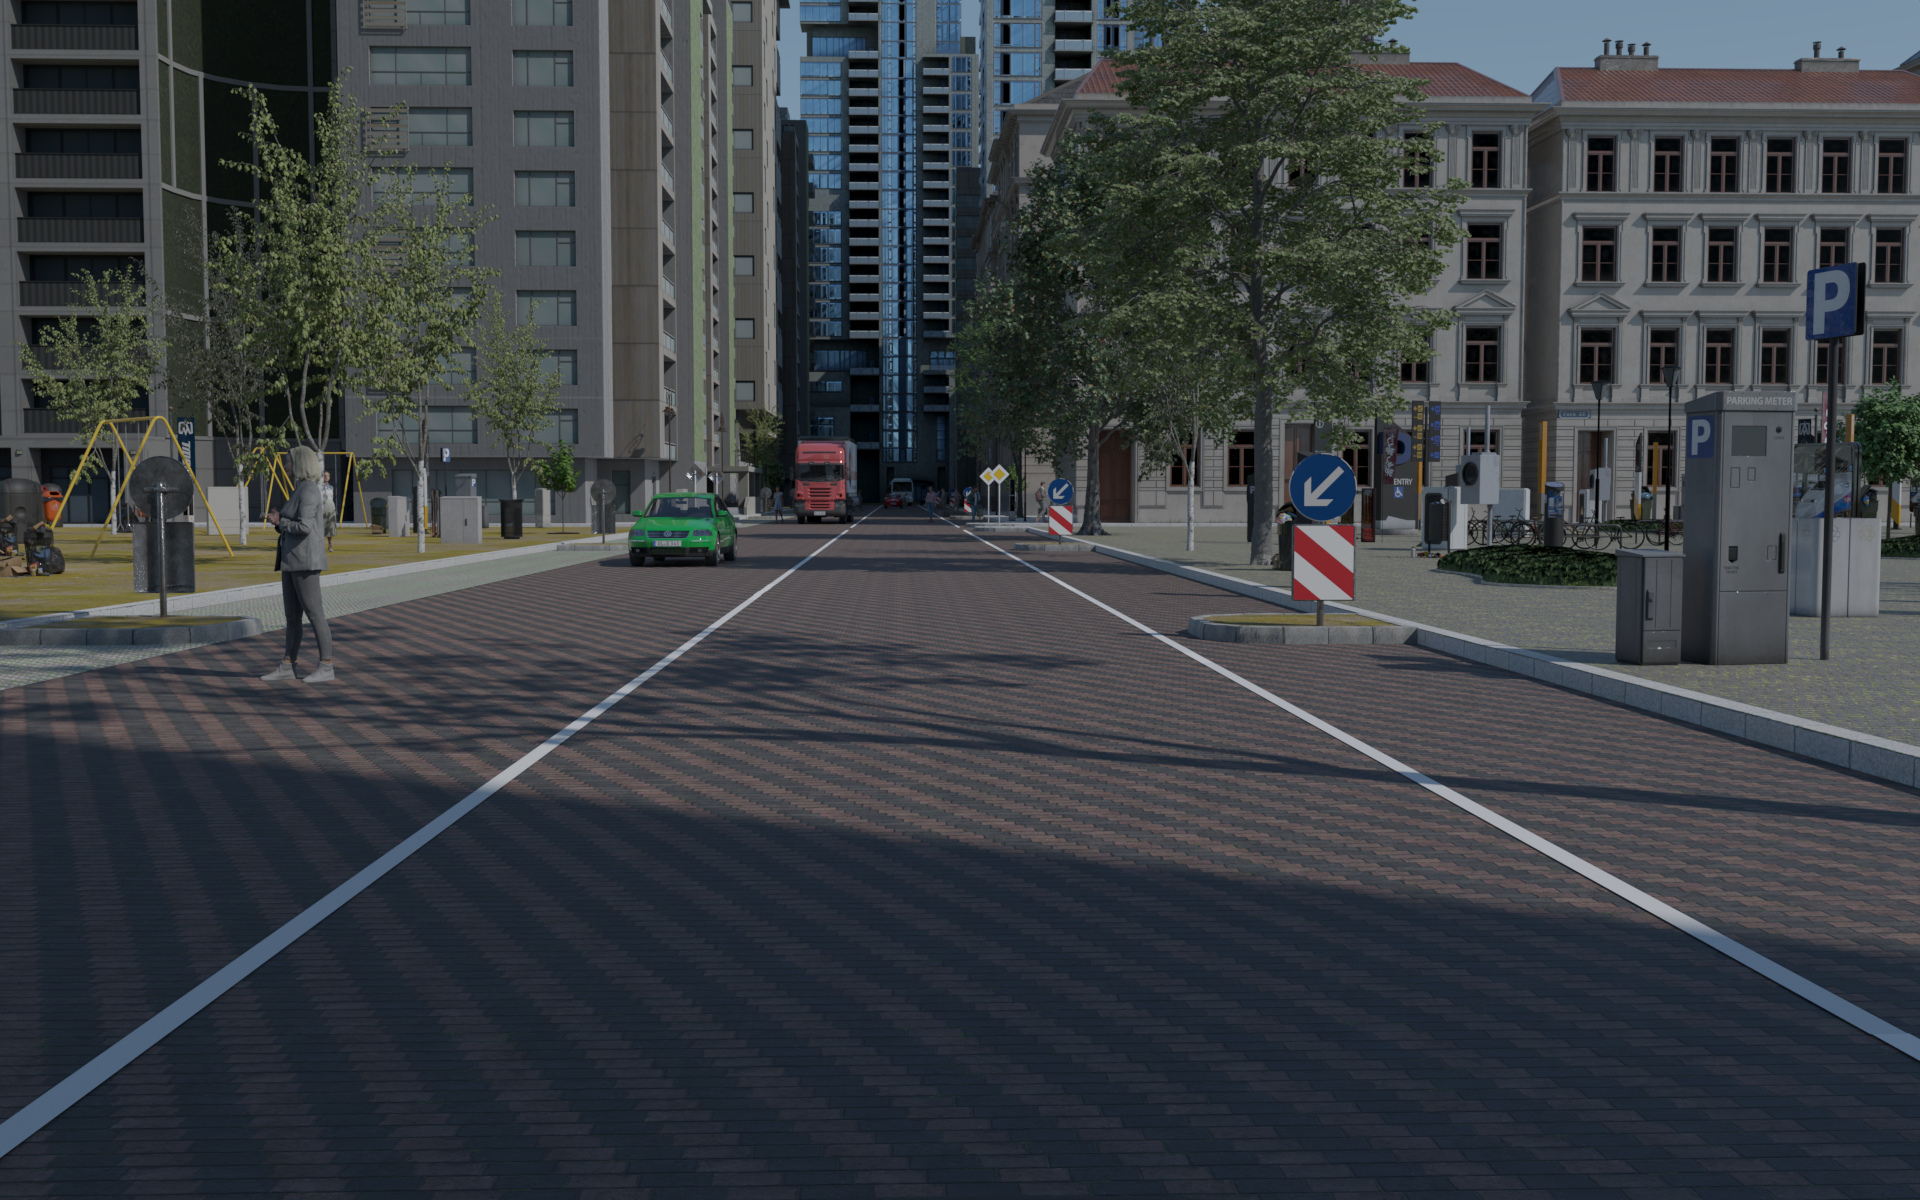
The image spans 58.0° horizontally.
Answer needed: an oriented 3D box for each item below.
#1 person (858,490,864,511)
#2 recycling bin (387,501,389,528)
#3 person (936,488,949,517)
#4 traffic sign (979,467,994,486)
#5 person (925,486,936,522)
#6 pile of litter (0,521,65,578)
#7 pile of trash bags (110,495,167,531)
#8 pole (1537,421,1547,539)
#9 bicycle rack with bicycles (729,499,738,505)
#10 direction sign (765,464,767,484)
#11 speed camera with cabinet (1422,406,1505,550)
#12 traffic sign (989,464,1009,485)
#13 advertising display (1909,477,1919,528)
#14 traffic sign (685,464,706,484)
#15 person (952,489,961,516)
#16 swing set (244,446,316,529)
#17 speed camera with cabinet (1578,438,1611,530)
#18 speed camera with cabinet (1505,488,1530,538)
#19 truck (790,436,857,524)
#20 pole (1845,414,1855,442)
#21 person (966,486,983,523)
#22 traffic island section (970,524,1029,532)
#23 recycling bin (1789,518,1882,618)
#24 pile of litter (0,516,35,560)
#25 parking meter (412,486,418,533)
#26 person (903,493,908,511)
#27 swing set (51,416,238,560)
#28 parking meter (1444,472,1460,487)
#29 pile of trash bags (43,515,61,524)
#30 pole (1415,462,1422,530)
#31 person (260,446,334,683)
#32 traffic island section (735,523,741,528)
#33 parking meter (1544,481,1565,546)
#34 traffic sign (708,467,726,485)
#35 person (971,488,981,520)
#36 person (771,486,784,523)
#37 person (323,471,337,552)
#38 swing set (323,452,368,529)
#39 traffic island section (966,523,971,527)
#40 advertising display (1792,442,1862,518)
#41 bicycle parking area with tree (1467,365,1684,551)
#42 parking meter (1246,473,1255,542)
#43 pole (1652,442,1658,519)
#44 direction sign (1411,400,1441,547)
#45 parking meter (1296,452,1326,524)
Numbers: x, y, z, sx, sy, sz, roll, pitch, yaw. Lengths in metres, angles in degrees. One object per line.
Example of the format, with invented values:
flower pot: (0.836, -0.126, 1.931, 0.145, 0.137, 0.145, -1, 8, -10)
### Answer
person: (-8.402, -8.491, 147.603, 0.573, 1.790, 0.520, -1, 4, -17)
recycling bin: (-21.362, -3.239, 65.512, 0.722, 1.027, 0.722, 3, 4, 37)
person: (-1.059, -6.226, 110.417, 0.853, 1.813, 0.709, 1, 4, 9)
traffic sign: (1.260, -4.473, 75.317, 0.795, 2.593, 0.064, 0, 4, -2)
person: (-1.506, -4.833, 87.526, 0.555, 1.821, 0.388, 0, 4, 1)
pile of litter: (-14.770, -0.813, 27.253, 1.176, 0.858, 1.719, 0, 4, 5)
pile of trash bags: (-29.061, -3.158, 61.380, 1.912, 1.369, 3.447, -2, 4, -23)
pole: (16.369, -3.356, 48.707, 0.158, 3.312, 0.155, 0, 3, 0)
bicycle rack with bicycles: (-16.271, -7.017, 128.109, 2.925, 0.926, 2.852, 1, 4, 15)
direction sign: (-14.543, -8.430, 129.825, 0.379, 3.537, 0.876, 0, 3, 0)
speed camera with cabinet: (11.356, -2.753, 39.353, 0.660, 3.252, 2.038, -1, 4, -22)
traffic sign: (1.547, -3.985, 67.338, 0.795, 2.593, 0.064, 0, 4, -2)
advertising display: (36.620, -3.705, 65.785, 0.974, 1.923, 0.123, 3, 4, 38)
traffic sign: (-10.240, -3.960, 66.935, 0.795, 2.593, 0.064, 0, 4, -2)
person: (-0.254, -6.108, 108.698, 0.599, 1.781, 0.374, 2, 4, 29)
swing set: (-22.854, -3.621, 56.828, 2.862, 2.851, 3.119, -2, 4, -28)
speed camera with cabinet: (22.693, -4.136, 61.955, 0.660, 3.252, 2.038, 0, 4, 6)
speed camera with cabinet: (15.665, -3.461, 50.930, 2.038, 3.252, 0.660, 2, 4, 30)
truck: (-6.628, -5.943, 86.088, 2.839, 4.237, 11.283, 0, 4, -1)
pole: (22.714, -3.086, 44.292, 0.158, 3.312, 0.155, 0, 3, 0)
person: (0.706, -4.439, 81.066, 0.794, 1.824, 0.713, -2, 4, -30)
traffic island section: (1.570, -2.761, 67.421, 2.009, 0.180, 2.903, 0, 4, -2)
recycling bin: (9.203, -0.353, 18.327, 0.722, 1.027, 0.722, 0, 4, -2)
pile of litter: (-19.966, -1.334, 35.774, 1.176, 0.858, 1.719, -1, 4, -21)
parking meter: (-17.777, -2.964, 56.870, 0.372, 1.533, 0.369, 0, 3, 0)
person: (-4.582, -8.231, 145.668, 0.503, 1.515, 0.523, 0, 4, -5)
swing set: (-16.967, -2.327, 35.664, 3.119, 2.851, 2.862, 3, 5, 44)
parking meter: (13.205, -2.497, 46.543, 0.399, 1.863, 0.255, 1, 4, 22)
pile of trash bags: (-28.200, -2.532, 51.145, 1.912, 1.369, 3.447, 2, 4, 32)
pole: (16.214, -4.120, 61.202, 0.158, 3.312, 0.155, 0, 3, 0)
person: (-5.064, -0.276, 13.196, 0.526, 1.800, 0.537, -2, 4, -24)
traffic island section: (-10.551, -3.223, 74.982, 2.009, 0.180, 2.903, 0, 4, -2)
parking meter: (11.748, -1.581, 34.255, 0.372, 1.533, 0.369, 0, 3, 0)
traffic sign: (-10.528, -4.448, 74.915, 0.795, 2.593, 0.064, 0, 4, -2)
person: (0.866, -5.323, 95.802, 0.793, 1.790, 0.793, -1, 4, -12)
person: (-8.871, -4.628, 84.257, 0.616, 1.811, 0.778, 1, 4, 19)
person: (-14.084, -1.962, 38.352, 0.478, 1.798, 0.641, -3, 5, -40)
swing set: (-24.362, -4.131, 65.163, 3.119, 2.851, 2.862, 0, 4, 1)
traffic island section: (1.283, -3.249, 75.401, 2.009, 0.180, 2.903, 0, 4, -2)
advertising display: (10.854, -1.013, 21.770, 0.123, 1.923, 0.974, -1, 4, -22)
bicycle parking area with tree: (16.195, -3.325, 41.358, 9.016, 4.147, 8.231, 1, 4, 17)
parking meter: (7.826, -2.462, 45.966, 0.399, 1.863, 0.255, 3, 5, 44)
pole: (27.477, -4.566, 68.490, 0.158, 3.312, 0.155, 0, 3, 0)
direction sign: (11.318, -3.065, 42.117, 0.876, 3.537, 0.379, -2, 4, -26)
parking meter: (4.811, -1.099, 23.687, 0.255, 1.863, 0.399, -2, 4, -29)
